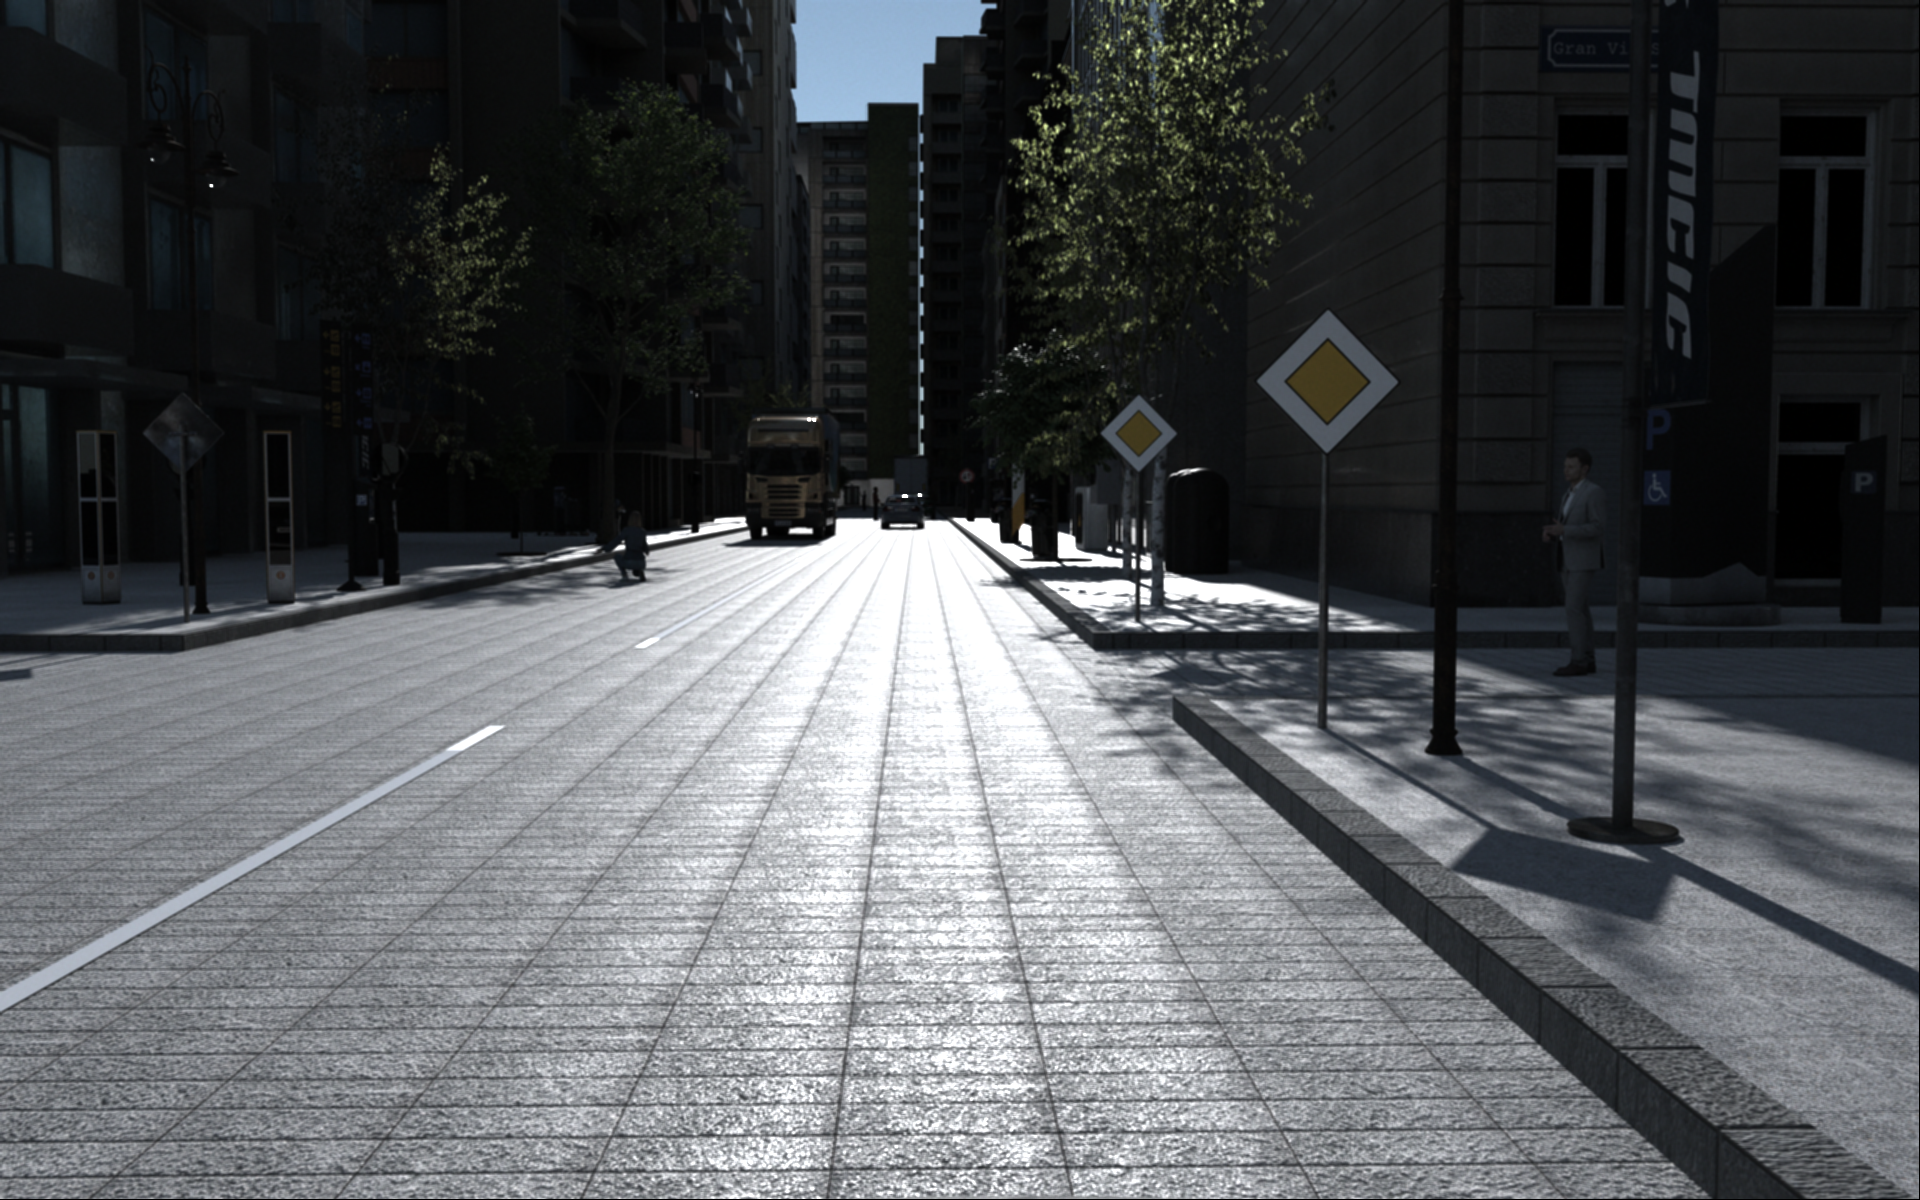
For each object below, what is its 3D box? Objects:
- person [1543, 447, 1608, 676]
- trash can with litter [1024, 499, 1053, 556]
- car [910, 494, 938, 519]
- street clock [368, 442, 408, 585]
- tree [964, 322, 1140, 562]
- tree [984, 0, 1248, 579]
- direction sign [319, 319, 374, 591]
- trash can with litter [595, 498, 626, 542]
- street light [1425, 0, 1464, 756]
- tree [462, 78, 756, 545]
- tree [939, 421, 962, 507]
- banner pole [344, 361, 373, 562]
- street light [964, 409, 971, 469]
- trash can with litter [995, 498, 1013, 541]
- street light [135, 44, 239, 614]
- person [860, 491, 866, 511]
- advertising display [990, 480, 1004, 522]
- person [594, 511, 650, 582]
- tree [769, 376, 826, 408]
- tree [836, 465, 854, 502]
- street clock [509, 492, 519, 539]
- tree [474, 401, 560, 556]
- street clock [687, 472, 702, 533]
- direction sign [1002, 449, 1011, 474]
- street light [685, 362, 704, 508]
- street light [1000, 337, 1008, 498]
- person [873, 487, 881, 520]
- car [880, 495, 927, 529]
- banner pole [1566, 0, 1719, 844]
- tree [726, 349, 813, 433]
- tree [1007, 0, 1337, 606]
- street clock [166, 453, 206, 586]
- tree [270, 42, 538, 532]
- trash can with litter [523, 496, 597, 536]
[{"bbox_3d":[4.841,-0.311,13.788,0.583,1.804,0.606,-1,4,-11],"label":"person"},{"bbox_3d":[1.702,-1.506,36.010,0.624,1.170,1.055,1,4,10],"label":"trash can with litter"},{"bbox_3d":[-2.306,-5.364,99.503,2.131,1.459,4.920,0,4,-1],"label":"car"},{"bbox_3d":[-8.025,-1.213,24.395,0.471,2.002,0.358,0,4,-4],"label":"street clock"},{"bbox_3d":[1.803,-3.032,33.294,4.285,4.588,4.351,0,3,0],"label":"tree"},{"bbox_3d":[2.490,-4.641,26.245,4.737,8.622,4.395,0,3,0],"label":"tree"},{"bbox_3d":[-8.084,-1.891,22.907,0.379,3.537,0.876,2,4,27],"label":"direction sign"},{"bbox_3d":[-9.235,-2.094,45.626,0.624,1.170,1.055,0,4,5],"label":"trash can with litter"},{"bbox_3d":[2.396,-2.178,8.405,0.468,5.910,1.993,0,4,-1],"label":"street light"},{"bbox_3d":[-8.752,-7.204,43.540,9.928,11.665,9.643,0,3,0],"label":"tree"},{"bbox_3d":[-0.322,-13.390,169.292,4.737,8.622,4.395,0,3,0],"label":"tree"},{"bbox_3d":[-11.359,-2.619,32.830,0.401,3.779,0.863,1,4,15],"label":"banner pole"},{"bbox_3d":[0.427,-7.293,92.022,0.468,5.910,1.993,0,4,-1],"label":"street light"},{"bbox_3d":[1.245,-2.175,46.953,0.624,1.170,1.055,0,4,1],"label":"trash can with litter"},{"bbox_3d":[-8.150,-2.791,18.427,0.468,5.910,1.993,0,4,-1],"label":"street light"},{"bbox_3d":[-8.439,-8.618,150.214,0.742,1.727,0.445,1,4,23],"label":"person"},{"bbox_3d":[1.718,-4.495,78.701,0.123,1.923,0.974,3,5,40],"label":"advertising display"},{"bbox_3d":[-5.491,-0.883,28.428,1.012,1.151,0.738,-2,4,-26],"label":"person"},{"bbox_3d":[-10.332,-9.705,109.033,4.360,8.622,3.978,0,3,0],"label":"tree"},{"bbox_3d":[-12.064,-11.363,169.502,4.285,4.588,4.351,0,3,0],"label":"tree"},{"bbox_3d":[-12.852,-2.775,49.933,0.358,2.002,0.471,-2,4,-28],"label":"street clock"},{"bbox_3d":[-9.074,-2.539,36.108,1.663,3.219,1.824,0,3,0],"label":"tree"},{"bbox_3d":[-8.783,-3.231,57.402,0.471,2.002,0.358,2,4,32],"label":"street clock"},{"bbox_3d":[2.085,-4.690,68.683,0.876,3.537,0.379,2,4,25],"label":"direction sign"},{"bbox_3d":[-9.059,-5.288,59.254,0.468,5.910,1.993,0,4,-1],"label":"street light"},{"bbox_3d":[1.345,-4.795,51.183,0.468,5.910,1.993,0,4,-1],"label":"street light"},{"bbox_3d":[-4.651,-5.375,96.342,0.705,1.831,1.348,-1,4,-15],"label":"person"},{"bbox_3d":[-2.410,-3.744,73.221,2.014,1.417,4.499,0,4,0],"label":"car"},{"bbox_3d":[2.502,-0.989,6.189,0.401,3.779,0.863,0,4,-1],"label":"banner pole"},{"bbox_3d":[-9.987,-8.465,88.759,4.737,8.622,4.395,0,3,0],"label":"tree"},{"bbox_3d":[2.307,-4.257,19.967,4.360,8.622,3.978,0,3,0],"label":"tree"},{"bbox_3d":[-10.801,-1.202,24.224,0.471,2.002,0.358,0,4,6],"label":"street clock"},{"bbox_3d":[-9.393,-4.791,28.697,4.360,8.622,3.978,0,3,0],"label":"tree"},{"bbox_3d":[-12.264,-2.578,53.202,2.233,1.210,1.678,0,4,1],"label":"trash can with litter"}]
